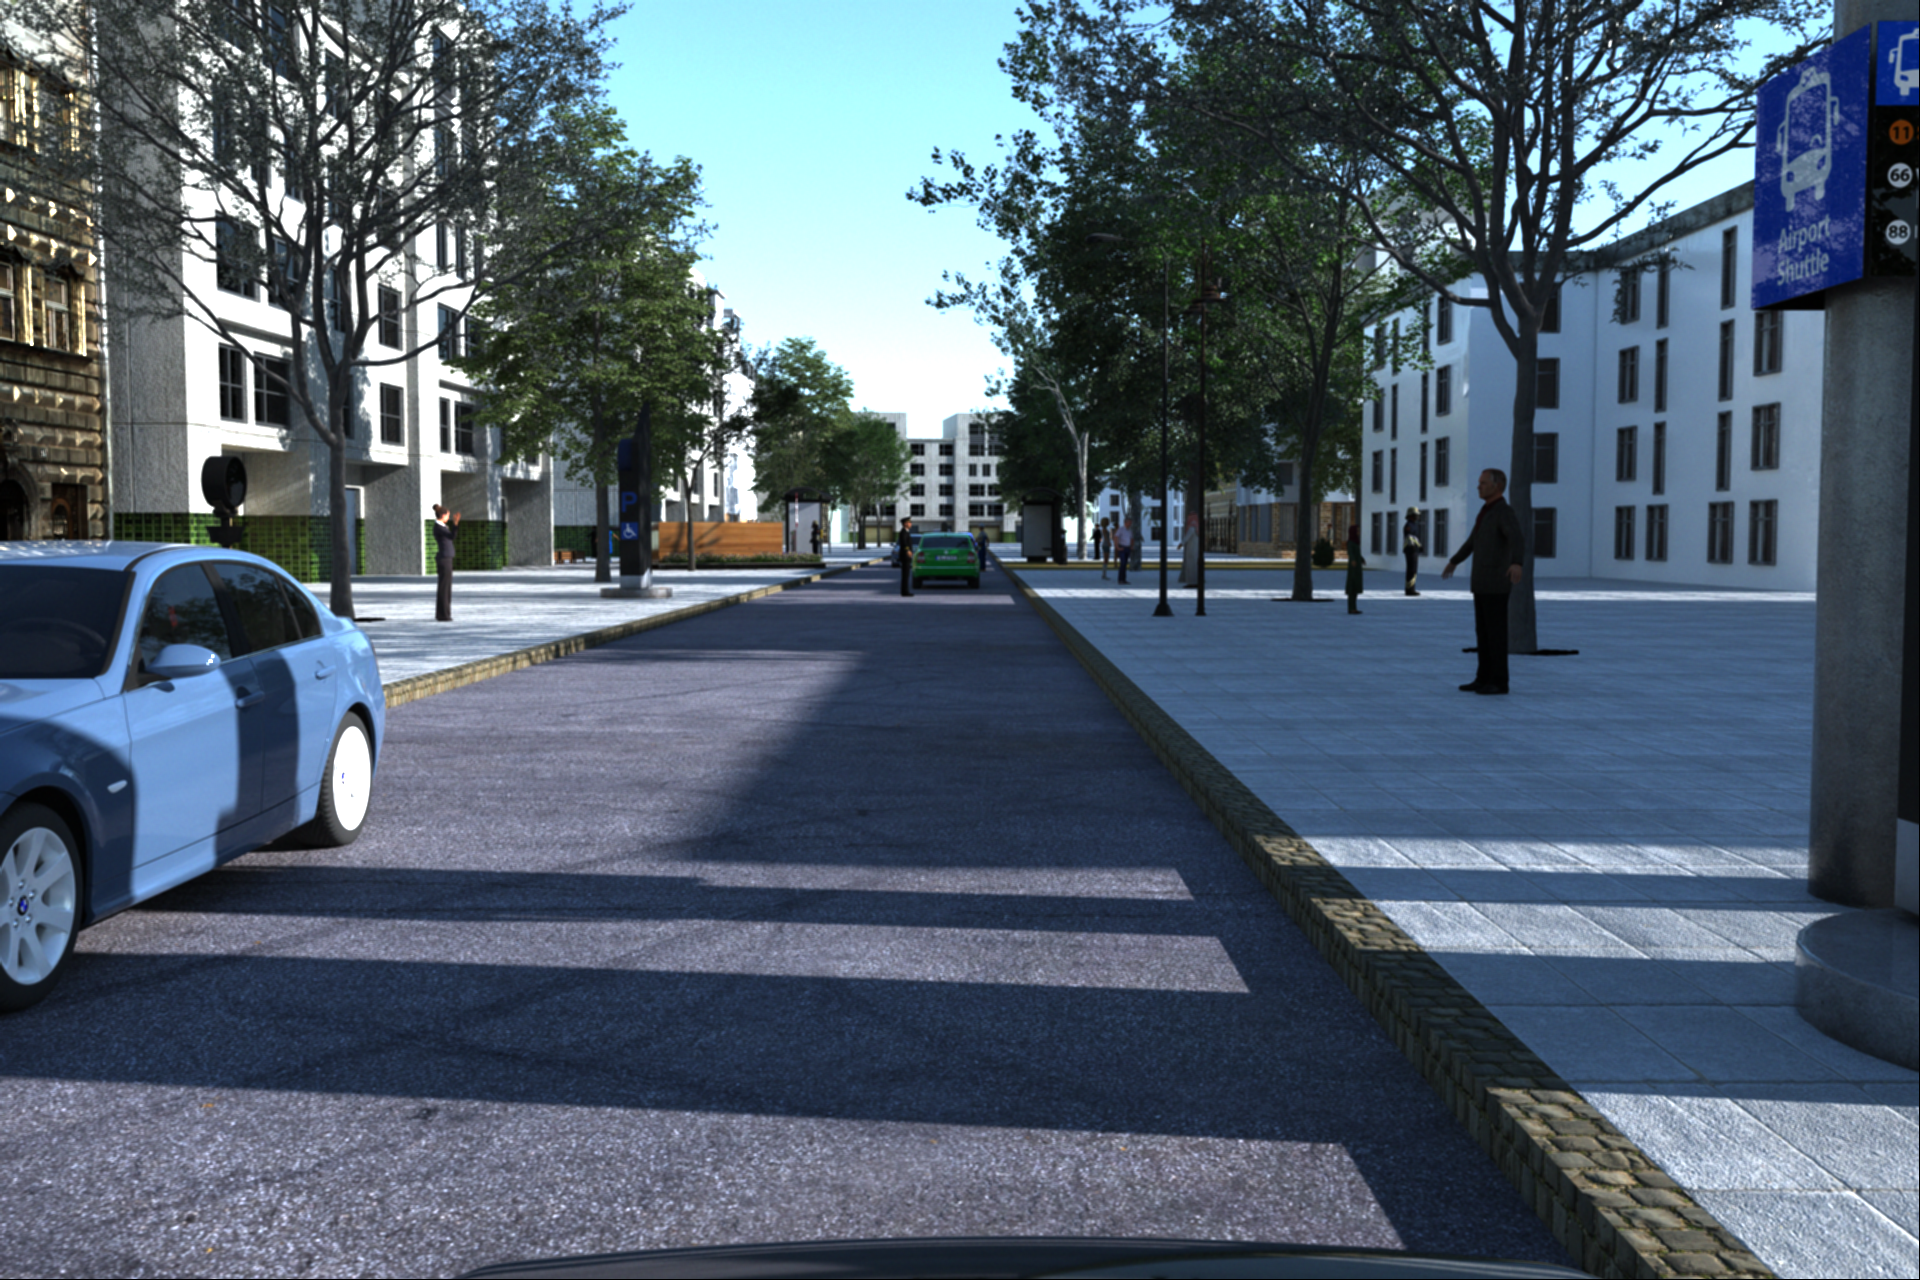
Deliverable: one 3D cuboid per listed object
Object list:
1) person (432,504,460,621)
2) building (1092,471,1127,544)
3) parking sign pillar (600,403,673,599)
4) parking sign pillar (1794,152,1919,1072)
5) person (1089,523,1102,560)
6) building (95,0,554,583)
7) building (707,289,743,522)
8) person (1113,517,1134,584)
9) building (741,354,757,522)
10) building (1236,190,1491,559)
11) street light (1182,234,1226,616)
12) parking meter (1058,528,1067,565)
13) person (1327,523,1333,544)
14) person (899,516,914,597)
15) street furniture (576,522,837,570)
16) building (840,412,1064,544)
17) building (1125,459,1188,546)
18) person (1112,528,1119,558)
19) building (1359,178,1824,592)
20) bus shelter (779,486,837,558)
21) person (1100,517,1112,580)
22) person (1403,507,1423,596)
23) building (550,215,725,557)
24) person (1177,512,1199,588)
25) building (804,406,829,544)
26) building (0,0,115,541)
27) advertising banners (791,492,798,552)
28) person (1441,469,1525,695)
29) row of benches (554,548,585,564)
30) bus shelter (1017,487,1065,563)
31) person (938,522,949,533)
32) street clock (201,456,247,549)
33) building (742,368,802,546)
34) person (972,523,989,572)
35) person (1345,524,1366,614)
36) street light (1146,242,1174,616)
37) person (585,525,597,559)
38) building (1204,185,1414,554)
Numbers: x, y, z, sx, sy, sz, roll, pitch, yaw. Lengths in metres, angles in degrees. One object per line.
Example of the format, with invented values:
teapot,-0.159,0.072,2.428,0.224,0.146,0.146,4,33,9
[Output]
person,-7.502,-1.142,25.521,0.742,1.727,0.445,2,4,34
building,22.903,-17.616,230.164,9.099,9.664,28.070,0,4,0
parking sign pillar,-6.563,-2.846,35.003,1.447,3.967,1.447,0,4,0
parking sign pillar,2.936,-0.969,4.313,1.447,3.967,1.447,0,3,0
person,6.768,-4.870,85.819,0.705,1.806,1.347,-1,4,-21
building,-25.071,-11.453,53.709,16.747,18.905,31.486,0,4,1
building,-23.748,-17.050,135.179,16.016,20.090,11.380,0,4,1
person,4.272,-2.295,44.499,0.756,1.711,0.436,-3,4,-37
building,-27.646,-19.715,178.756,16.016,20.090,11.380,0,4,1
building,21.548,-15.006,101.771,16.016,20.090,11.380,0,3,0
street light,3.784,-3.319,27.055,0.468,5.910,1.993,0,3,0
parking meter,4.247,-3.865,71.597,0.372,1.533,0.369,0,3,0
person,17.722,-4.704,83.181,0.705,1.796,1.348,1,4,13
person,-1.219,-1.926,39.877,0.705,1.837,1.347,0,4,0
street furniture,-8.261,-3.577,65.343,11.010,1.723,9.812,-1,4,-23
building,-1.542,-23.830,258.528,31.486,18.905,16.747,-1,4,-8
building,23.797,-15.061,188.395,9.099,9.664,28.070,0,4,0
person,8.338,-5.248,91.654,0.705,1.847,1.347,2,4,33
building,19.557,-6.693,51.577,9.099,9.664,28.070,0,4,0
bus shelter,-6.626,-5.026,76.098,2.014,3.302,5.546,0,4,1
person,4.179,-2.573,48.674,0.721,1.753,1.214,0,4,3
person,9.447,-1.849,36.102,0.704,1.845,1.351,1,4,21
building,-26.090,-15.023,112.077,16.747,18.905,31.486,0,4,1
person,5.506,-2.139,41.128,0.704,1.811,1.347,2,4,29
building,-27.670,-24.543,232.204,19.493,23.208,18.063,0,4,1
building,-27.782,-12.056,28.045,19.493,23.208,18.063,0,4,1
advertising banners,-6.868,-4.631,71.909,0.090,3.025,2.074,0,4,2
person,4.263,-0.477,13.983,0.705,1.807,1.348,0,4,-7
row of benches,-17.135,-3.581,74.013,1.422,0.672,4.104,1,4,11
bus shelter,3.600,-5.140,77.958,2.014,3.302,5.546,0,4,1
person,-0.478,-2.810,54.528,1.348,1.813,0.705,2,4,32
street clock,-6.834,-0.707,16.137,0.358,2.002,0.471,0,4,1
building,-28.206,-22.662,201.457,19.493,23.208,18.063,0,4,0
person,0.812,-3.541,66.201,0.705,1.847,1.347,2,4,30
person,6.401,-1.141,27.863,0.599,1.438,0.989,1,4,23
street light,3.723,-3.327,26.940,1.470,5.913,1.316,0,4,0
person,-19.226,-5.137,90.707,0.721,1.740,1.216,2,4,27
building,26.730,-17.482,116.751,19.493,23.208,18.063,0,4,1
